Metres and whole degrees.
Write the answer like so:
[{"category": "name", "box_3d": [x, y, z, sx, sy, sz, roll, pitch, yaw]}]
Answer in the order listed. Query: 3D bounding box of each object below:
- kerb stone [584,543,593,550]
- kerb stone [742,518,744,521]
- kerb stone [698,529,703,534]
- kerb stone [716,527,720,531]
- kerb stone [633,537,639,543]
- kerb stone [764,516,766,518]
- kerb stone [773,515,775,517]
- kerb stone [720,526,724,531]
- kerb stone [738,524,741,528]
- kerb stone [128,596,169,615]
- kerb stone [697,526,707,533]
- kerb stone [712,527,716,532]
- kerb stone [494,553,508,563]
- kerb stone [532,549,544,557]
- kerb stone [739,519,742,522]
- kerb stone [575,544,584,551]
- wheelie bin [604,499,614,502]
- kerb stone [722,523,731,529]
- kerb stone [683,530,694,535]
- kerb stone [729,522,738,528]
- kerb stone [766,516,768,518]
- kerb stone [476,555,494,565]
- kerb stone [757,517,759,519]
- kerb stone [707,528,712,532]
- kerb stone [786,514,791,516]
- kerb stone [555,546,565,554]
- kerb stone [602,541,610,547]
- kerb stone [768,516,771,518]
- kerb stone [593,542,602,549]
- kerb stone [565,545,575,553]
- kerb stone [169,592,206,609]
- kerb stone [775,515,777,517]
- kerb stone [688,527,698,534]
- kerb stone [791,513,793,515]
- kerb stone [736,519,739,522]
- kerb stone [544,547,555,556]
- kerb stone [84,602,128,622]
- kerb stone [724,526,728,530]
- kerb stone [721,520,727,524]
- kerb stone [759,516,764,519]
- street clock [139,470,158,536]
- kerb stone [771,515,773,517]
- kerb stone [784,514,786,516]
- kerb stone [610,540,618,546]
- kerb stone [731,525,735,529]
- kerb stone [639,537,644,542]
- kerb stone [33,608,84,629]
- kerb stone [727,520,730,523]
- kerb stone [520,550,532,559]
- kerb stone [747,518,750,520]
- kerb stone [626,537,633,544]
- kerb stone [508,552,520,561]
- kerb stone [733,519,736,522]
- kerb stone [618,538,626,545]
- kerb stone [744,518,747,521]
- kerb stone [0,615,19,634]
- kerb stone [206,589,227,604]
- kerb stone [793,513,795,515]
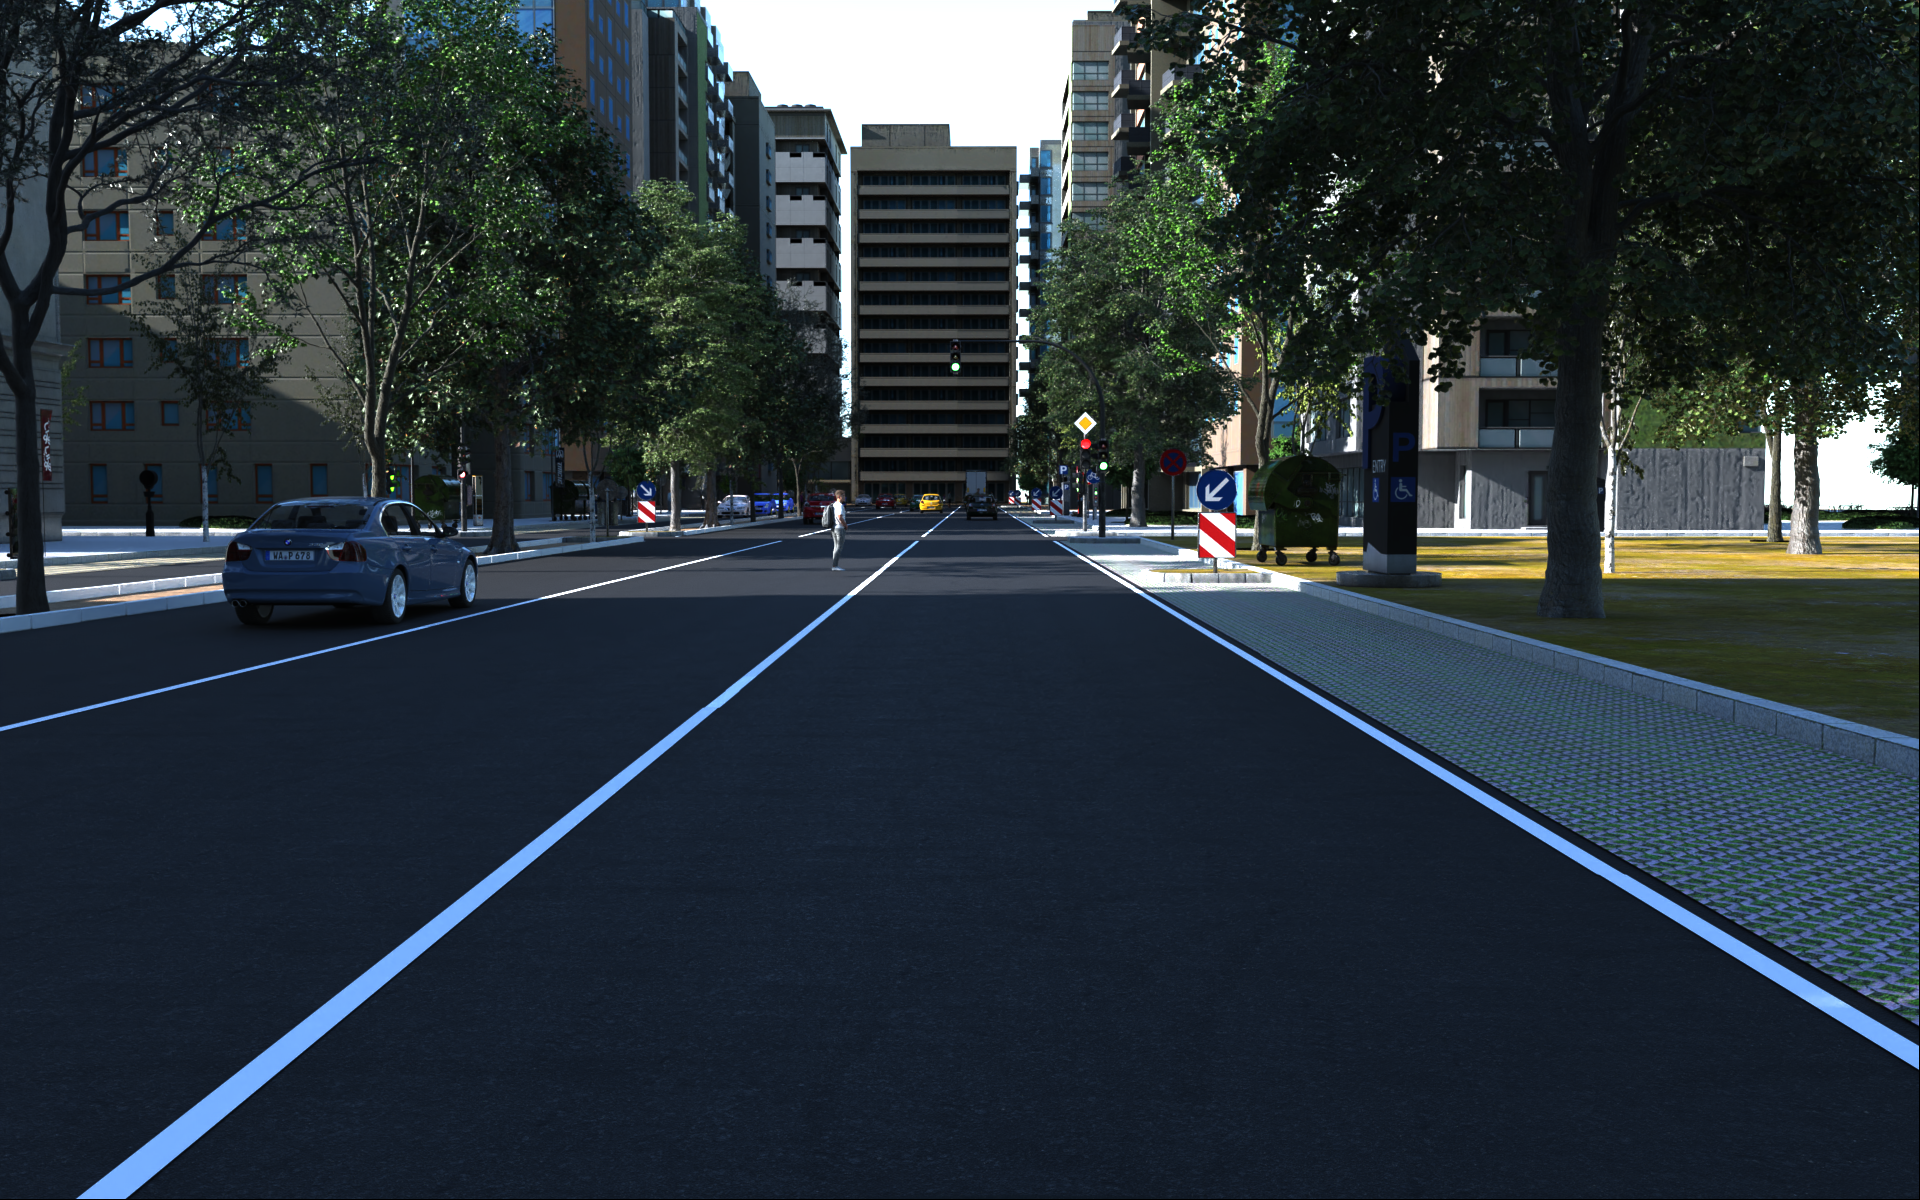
[{"category": "kerb stone", "box_3d": [-9.669, -1.364, 44.564, 0.120, 0.150, 1.000, 0, 4, 1]}, {"category": "kerb stone", "box_3d": [-11.362, -4.098, 89.200, 0.120, 0.150, 1.000, 0, 4, 1]}, {"category": "kerb stone", "box_3d": [-9.499, -2.463, 62.509, 0.120, 0.150, 1.000, 0, 4, 1]}, {"category": "kerb stone", "box_3d": [-9.470, -2.716, 66.598, 0.120, 0.150, 1.000, 0, 4, 1]}, {"category": "kerb stone", "box_3d": [-9.618, -1.744, 50.716, 0.120, 0.150, 1.000, 0, 4, 1]}, {"category": "kerb stone", "box_3d": [-11.275, -4.664, 98.449, 0.120, 0.150, 1.000, 0, 4, 1]}, {"category": "kerb stone", "box_3d": [-11.243, -4.910, 102.548, 0.120, 0.150, 1.000, 0, 4, 1]}, {"category": "kerb stone", "box_3d": [-9.461, -2.778, 67.620, 0.120, 0.150, 1.000, 0, 4, 1]}, {"category": "kerb stone", "box_3d": [-9.417, -3.091, 72.760, 0.120, 0.150, 1.000, 0, 4, 1]}, {"category": "kerb stone", "box_3d": [-9.884, 0.079, 20.936, 0.120, 0.150, 1.000, 0, 4, 1]}, {"category": "kerb stone", "box_3d": [-9.501, -2.528, 63.531, 0.120, 0.150, 1.000, 0, 4, 1]}, {"category": "kerb stone", "box_3d": [-9.481, -2.653, 65.576, 0.120, 0.150, 1.000, 0, 4, 1]}, {"category": "kerb stone", "box_3d": [-9.738, -0.865, 36.334, 0.120, 0.150, 1.000, 0, 4, 1]}, {"category": "kerb stone", "box_3d": [-9.721, -1.053, 39.416, 0.120, 0.150, 1.000, 0, 4, 1]}, {"category": "kerb stone", "box_3d": [-11.372, -4.036, 88.178, 0.120, 0.150, 1.000, 0, 4, 1]}, {"category": "kerb stone", "box_3d": [-9.685, -1.305, 43.531, 0.120, 0.150, 1.000, 0, 4, 1]}, {"category": "wheelie bin", "box_3d": [-19.150, -5.271, 94.088, 0.693, 1.594, 0.980, 0, 4, 3]}, {"category": "kerb stone", "box_3d": [-9.437, -2.902, 69.665, 0.120, 0.150, 1.000, 0, 4, 1]}, {"category": "kerb stone", "box_3d": [-9.522, -2.338, 60.459, 0.120, 0.150, 1.000, 0, 4, 1]}, {"category": "kerb stone", "box_3d": [-9.423, -3.025, 71.735, 0.120, 0.150, 1.000, 0, 4, 1]}, {"category": "kerb stone", "box_3d": [-11.274, -4.726, 99.471, 0.120, 0.150, 1.000, 0, 4, 1]}, {"category": "kerb stone", "box_3d": [-9.748, -0.801, 35.293, 0.120, 0.150, 1.000, 0, 4, 1]}, {"category": "kerb stone", "box_3d": [-11.305, -4.475, 95.369, 0.120, 0.150, 1.000, 0, 4, 1]}, {"category": "kerb stone", "box_3d": [-9.483, -2.591, 64.553, 0.120, 0.150, 1.000, 0, 4, 1]}, {"category": "kerb stone", "box_3d": [-11.154, -5.479, 111.776, 0.120, 0.150, 1.000, 0, 4, 1]}, {"category": "kerb stone", "box_3d": [-9.704, -1.180, 41.480, 0.120, 0.150, 1.000, 0, 4, 1]}, {"category": "kerb stone", "box_3d": [-9.651, -1.485, 46.612, 0.120, 0.150, 1.000, 0, 4, 1]}, {"category": "kerb stone", "box_3d": [-11.256, -4.789, 100.500, 0.120, 0.150, 1.000, 0, 4, 1]}, {"category": "kerb stone", "box_3d": [-9.658, -1.431, 45.585, 0.120, 0.150, 1.000, 0, 4, 1]}, {"category": "kerb stone", "box_3d": [-9.690, -1.242, 42.509, 0.120, 0.150, 1.000, 0, 4, 1]}, {"category": "kerb stone", "box_3d": [-9.874, 0.015, 21.957, 0.120, 0.150, 1.000, 0, 4, 1]}, {"category": "kerb stone", "box_3d": [-11.237, -4.977, 103.576, 0.120, 0.150, 1.000, 0, 4, 1]}, {"category": "kerb stone", "box_3d": [-9.515, -2.403, 61.487, 0.120, 0.150, 1.000, 0, 4, 1]}, {"category": "kerb stone", "box_3d": [-11.145, -5.542, 112.799, 0.120, 0.150, 1.000, 0, 4, 1]}, {"category": "kerb stone", "box_3d": [-11.375, -3.973, 87.153, 0.120, 0.150, 1.000, 0, 4, 1]}, {"category": "kerb stone", "box_3d": [-9.708, -1.113, 40.438, 0.120, 0.150, 1.000, 0, 4, 1]}, {"category": "kerb stone", "box_3d": [-9.899, 0.147, 19.907, 0.120, 0.150, 1.000, 0, 4, 1]}, {"category": "kerb stone", "box_3d": [-9.447, -2.834, 68.643, 0.120, 0.150, 1.000, 0, 4, 1]}, {"category": "kerb stone", "box_3d": [-11.419, -3.722, 83.045, 0.120, 0.150, 1.000, 0, 4, 1]}, {"category": "kerb stone", "box_3d": [-11.286, -4.601, 97.421, 0.120, 0.150, 1.000, 0, 4, 1]}, {"category": "street clock", "box_3d": [-24.535, -2.927, 52.423, 0.471, 2.002, 0.358, 0, 3, 0]}, {"category": "kerb stone", "box_3d": [-11.246, -4.851, 101.524, 0.120, 0.150, 1.000, 0, 4, 1]}, {"category": "kerb stone", "box_3d": [-11.183, -5.291, 108.701, 0.120, 0.150, 1.000, 0, 4, 1]}, {"category": "kerb stone", "box_3d": [-9.639, -1.551, 47.634, 0.120, 0.150, 1.000, 0, 4, 1]}, {"category": "kerb stone", "box_3d": [-9.433, -2.956, 70.696, 0.120, 0.150, 1.000, 0, 4, 1]}, {"category": "kerb stone", "box_3d": [-9.604, -1.806, 51.738, 0.120, 0.150, 1.000, 0, 4, 1]}, {"category": "kerb stone", "box_3d": [-9.902, 0.204, 18.883, 0.120, 0.150, 1.000, 0, 4, 1]}, {"category": "kerb stone", "box_3d": [-11.413, -3.784, 84.069, 0.120, 0.150, 1.000, 0, 4, 1]}, {"category": "kerb stone", "box_3d": [-9.723, -0.990, 38.392, 0.120, 0.150, 1.000, 0, 4, 1]}, {"category": "kerb stone", "box_3d": [-11.332, -4.224, 91.255, 0.120, 0.150, 1.000, 0, 4, 1]}, {"category": "kerb stone", "box_3d": [-9.618, -1.681, 49.691, 0.120, 0.150, 1.000, 0, 4, 1]}, {"category": "kerb stone", "box_3d": [-9.741, -0.928, 37.370, 0.120, 0.150, 1.000, 0, 4, 1]}, {"category": "kerb stone", "box_3d": [-11.385, -3.910, 86.131, 0.120, 0.150, 1.000, 0, 4, 1]}, {"category": "kerb stone", "box_3d": [-9.630, -1.613, 48.658, 0.120, 0.150, 1.000, 0, 4, 1]}, {"category": "kerb stone", "box_3d": [-11.359, -4.161, 90.227, 0.120, 0.150, 1.000, 0, 4, 1]}, {"category": "kerb stone", "box_3d": [-9.916, 0.265, 17.858, 0.120, 0.150, 1.000, 0, 4, 1]}, {"category": "kerb stone", "box_3d": [-9.864, -0.048, 22.982, 0.120, 0.150, 1.000, 0, 4, 1]}, {"category": "kerb stone", "box_3d": [-11.135, -5.604, 113.823, 0.120, 0.150, 1.000, 0, 4, 1]}]
